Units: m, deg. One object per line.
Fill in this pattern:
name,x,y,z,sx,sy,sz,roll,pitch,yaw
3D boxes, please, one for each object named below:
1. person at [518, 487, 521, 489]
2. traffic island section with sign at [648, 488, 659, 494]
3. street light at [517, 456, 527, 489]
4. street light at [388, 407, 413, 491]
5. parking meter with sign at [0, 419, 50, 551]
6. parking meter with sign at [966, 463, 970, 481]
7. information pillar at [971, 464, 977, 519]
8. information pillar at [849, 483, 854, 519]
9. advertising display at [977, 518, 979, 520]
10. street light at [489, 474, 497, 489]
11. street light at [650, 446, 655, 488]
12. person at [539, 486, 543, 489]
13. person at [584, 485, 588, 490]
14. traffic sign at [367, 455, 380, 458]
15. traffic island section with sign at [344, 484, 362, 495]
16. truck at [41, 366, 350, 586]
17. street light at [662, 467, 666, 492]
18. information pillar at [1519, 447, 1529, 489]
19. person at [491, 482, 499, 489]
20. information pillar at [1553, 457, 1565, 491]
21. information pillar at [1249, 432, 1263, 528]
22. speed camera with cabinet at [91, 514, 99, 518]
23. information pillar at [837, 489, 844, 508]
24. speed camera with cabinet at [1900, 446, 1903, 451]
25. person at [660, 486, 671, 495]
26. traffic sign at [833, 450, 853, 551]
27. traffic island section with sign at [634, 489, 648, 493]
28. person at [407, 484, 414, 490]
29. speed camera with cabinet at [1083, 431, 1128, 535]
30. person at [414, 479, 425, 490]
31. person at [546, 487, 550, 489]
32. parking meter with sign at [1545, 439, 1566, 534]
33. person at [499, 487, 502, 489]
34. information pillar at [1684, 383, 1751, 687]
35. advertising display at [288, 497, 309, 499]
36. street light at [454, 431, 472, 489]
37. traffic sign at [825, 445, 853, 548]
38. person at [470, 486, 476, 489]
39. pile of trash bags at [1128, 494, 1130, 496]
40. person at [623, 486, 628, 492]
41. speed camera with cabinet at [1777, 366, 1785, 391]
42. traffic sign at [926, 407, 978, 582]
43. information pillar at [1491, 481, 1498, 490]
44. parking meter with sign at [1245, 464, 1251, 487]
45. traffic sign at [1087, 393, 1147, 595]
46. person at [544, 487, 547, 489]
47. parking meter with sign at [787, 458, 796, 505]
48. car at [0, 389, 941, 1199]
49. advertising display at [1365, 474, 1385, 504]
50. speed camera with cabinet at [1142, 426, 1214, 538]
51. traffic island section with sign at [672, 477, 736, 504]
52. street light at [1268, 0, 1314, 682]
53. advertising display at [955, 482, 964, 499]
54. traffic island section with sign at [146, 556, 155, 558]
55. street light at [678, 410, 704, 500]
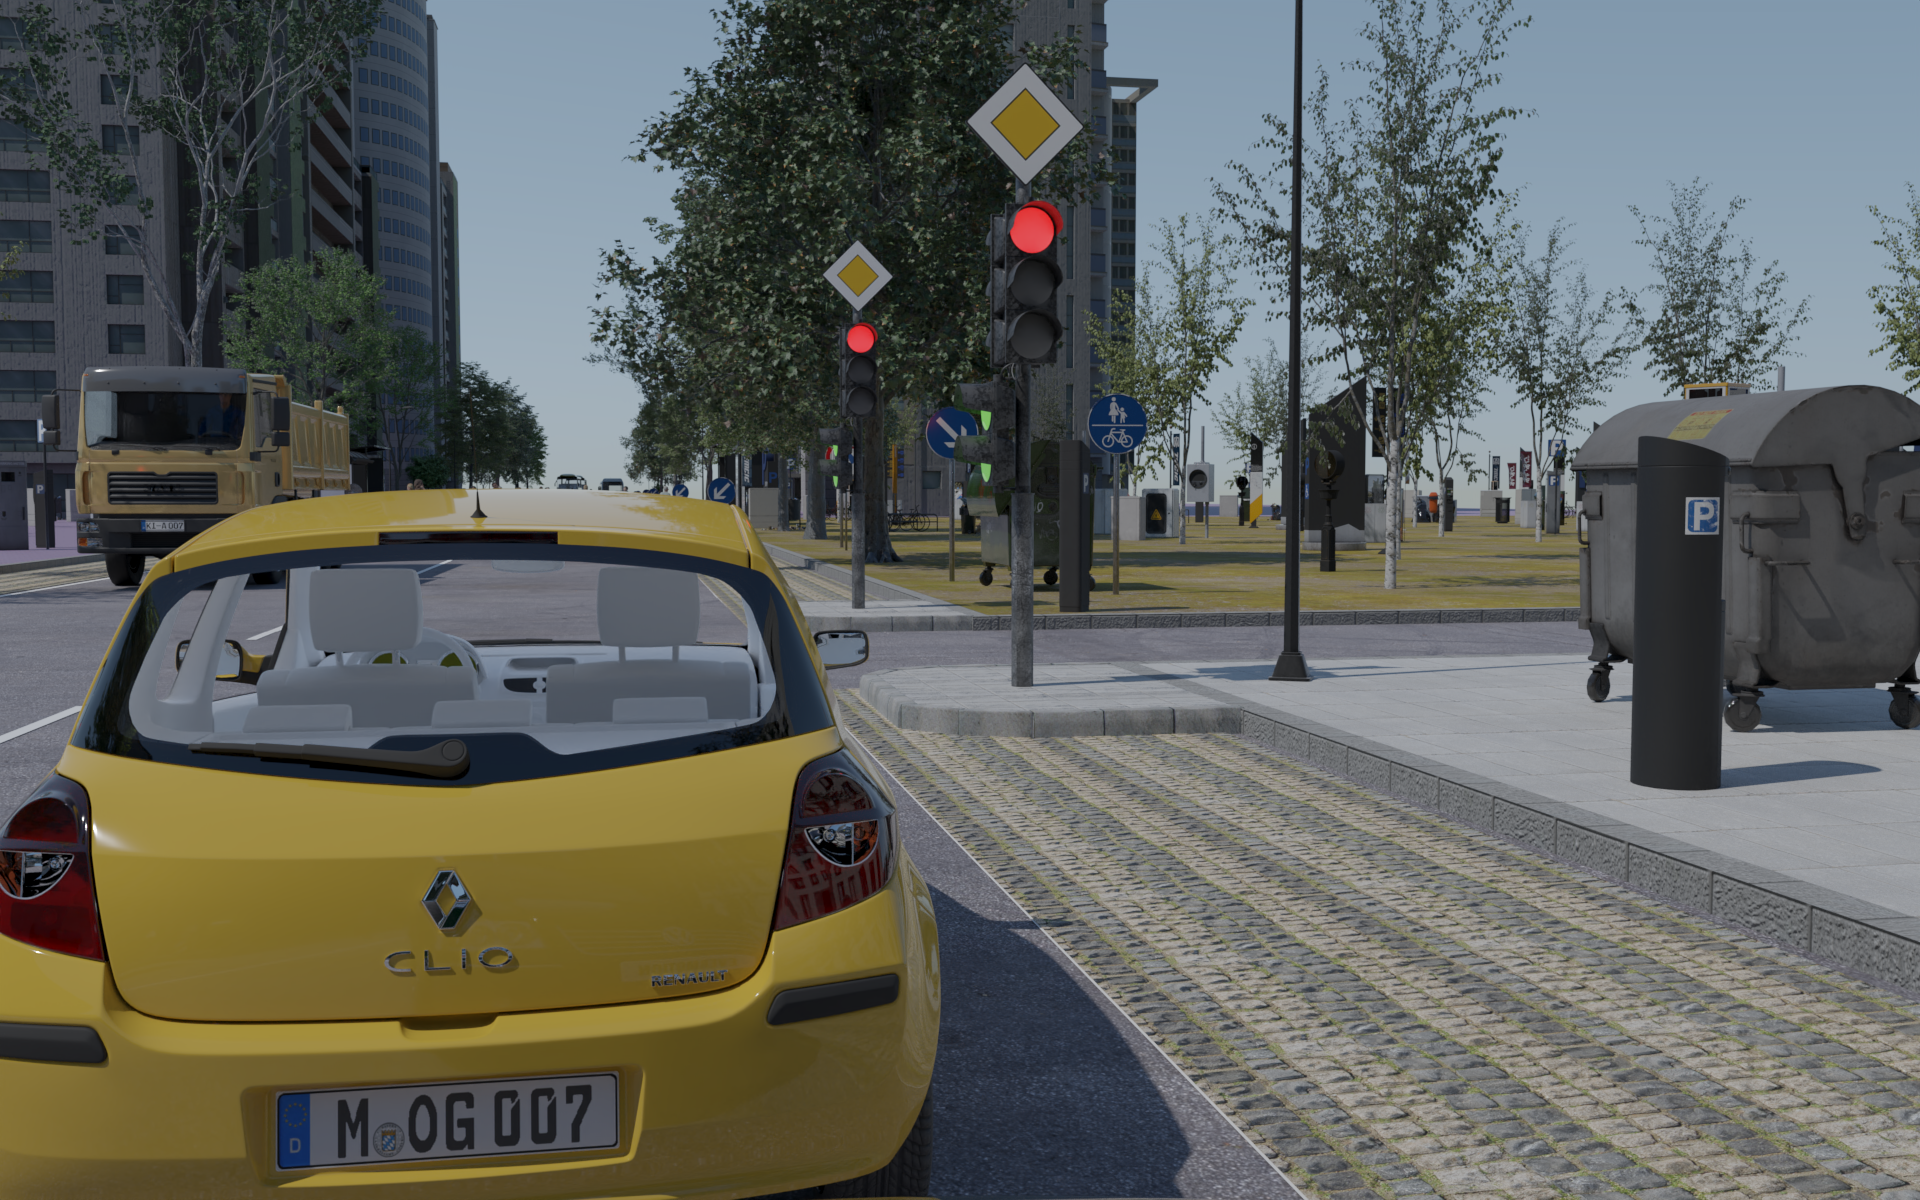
person,-23.353,-5.066,91.533,0.583,1.804,0.606,0,4,-5
traffic island section with sign,-11.130,-3.642,68.180,1.989,1.847,2.006,-1,4,-11
street light,-53.325,-14.567,210.711,1.470,5.913,1.316,-1,4,-11
street light,-29.706,-7.304,91.955,1.470,5.913,1.316,-1,4,-11
parking meter with sign,-21.765,-2.649,39.567,0.543,3.016,1.738,3,5,42
parking meter with sign,1.249,-6.120,96.329,1.738,3.016,0.543,1,4,16
information pillar,0.811,-6.075,90.676,0.504,3.616,0.183,0,4,5
information pillar,-5.613,-5.232,90.036,0.304,2.012,0.304,0,3,0
advertising display,1.162,-4.865,84.760,0.123,1.923,0.974,-3,5,-40
street light,-44.322,-11.778,165.105,1.470,5.913,1.316,-1,4,-11
street light,-30.960,-12.500,176.919,1.470,5.913,1.316,-1,4,-11
person,-20.566,-4.665,84.869,0.616,1.811,0.778,-3,4,-36
person,-14.261,-3.486,65.842,0.624,1.780,0.694,-3,5,-43
traffic sign,-31.278,-5.875,89.936,2.265,3.308,0.079,0,4,-8
traffic island section with sign,-23.081,-3.503,65.903,1.989,1.847,2.006,-1,4,-11
truck,-12.470,-2.049,29.423,3.469,3.379,9.791,-1,4,-10
street light,-21.934,-9.738,131.756,1.470,5.913,1.316,-1,4,-11
information pillar,27.969,-5.783,85.903,0.504,3.616,0.183,3,5,41
person,-14.451,-2.793,54.355,0.592,1.802,0.473,1,4,18
information pillar,25.819,-5.093,74.622,0.504,3.616,0.183,1,4,21
information pillar,11.119,-4.503,64.986,0.504,3.616,0.183,2,4,28
speed camera with cabinet,-33.184,-4.518,68.203,2.038,3.252,0.660,1,4,8
information pillar,-6.331,-6.111,91.275,0.183,3.616,0.504,-3,5,-42
speed camera with cabinet,31.103,-3.939,58.745,2.038,3.252,0.660,2,4,31
person,-12.397,-3.926,73.178,0.782,1.767,0.515,1,4,12
traffic sign,-2.582,-2.271,39.258,0.606,2.300,0.079,0,4,-7
traffic island section with sign,-26.159,-8.274,143.905,1.989,1.847,2.006,-1,4,-11
person,-18.298,-2.985,57.665,0.694,1.780,0.624,-2,4,-30
speed camera with cabinet,4.335,-3.686,54.609,2.038,3.252,0.660,-2,4,-34
person,-13.441,-2.094,42.985,0.600,1.795,0.529,3,5,42
person,-20.587,-4.745,86.427,0.374,1.781,0.599,2,4,33
parking meter with sign,19.214,-3.656,56.043,0.543,3.016,1.738,1,4,14
person,-20.927,-4.251,78.495,0.515,1.767,0.782,0,4,-1
information pillar,5.065,-0.437,11.640,0.304,2.012,0.304,-3,4,-38
advertising display,-32.594,-4.903,85.374,0.974,1.923,0.123,-1,4,-11
street light,-36.915,-9.537,128.475,1.470,5.913,1.316,-1,4,-11
traffic sign,-2.835,-2.531,41.485,0.768,2.556,0.104,0,4,-5
person,-17.116,-3.134,60.571,0.643,1.720,0.563,1,4,9
pile of trash bags,8.517,-4.539,83.959,3.447,1.369,1.912,0,4,4
person,-16.073,-4.624,84.117,0.660,1.820,0.620,3,5,44
speed camera with cabinet,13.284,-2.022,27.388,2.038,3.252,0.660,-2,4,-24
traffic sign,-0.116,-1.544,25.355,0.768,2.556,0.104,0,4,-2
information pillar,30.633,-5.799,99.309,0.304,2.012,0.304,0,4,-7
parking meter with sign,16.464,-6.222,97.995,0.543,3.016,1.738,0,4,5
traffic sign,1.989,-1.340,22.009,0.768,2.556,0.104,0,4,-4
person,-26.316,-6.250,110.315,1.348,1.869,0.705,-2,4,-27
parking meter with sign,-8.471,-5.438,85.172,0.543,3.016,1.738,-1,4,-15
car,-1.167,0.342,4.634,2.015,1.641,3.980,-1,4,-11
advertising display,13.395,-3.105,55.977,0.974,1.923,0.123,-3,5,-44
speed camera with cabinet,6.344,-3.432,50.442,2.038,3.252,0.660,2,4,25
traffic island section with sign,-5.888,-2.025,41.738,1.989,1.847,2.006,-1,4,-11
street light,1.761,-2.396,11.713,1.470,5.913,1.316,-1,4,-11
advertising display,-0.123,-5.142,89.278,0.123,1.923,0.974,-3,4,-36
traffic island section with sign,-17.821,-1.881,39.380,1.989,1.847,2.006,-1,4,-11
street light,-14.645,-7.484,94.910,1.470,5.913,1.316,-1,4,-11
